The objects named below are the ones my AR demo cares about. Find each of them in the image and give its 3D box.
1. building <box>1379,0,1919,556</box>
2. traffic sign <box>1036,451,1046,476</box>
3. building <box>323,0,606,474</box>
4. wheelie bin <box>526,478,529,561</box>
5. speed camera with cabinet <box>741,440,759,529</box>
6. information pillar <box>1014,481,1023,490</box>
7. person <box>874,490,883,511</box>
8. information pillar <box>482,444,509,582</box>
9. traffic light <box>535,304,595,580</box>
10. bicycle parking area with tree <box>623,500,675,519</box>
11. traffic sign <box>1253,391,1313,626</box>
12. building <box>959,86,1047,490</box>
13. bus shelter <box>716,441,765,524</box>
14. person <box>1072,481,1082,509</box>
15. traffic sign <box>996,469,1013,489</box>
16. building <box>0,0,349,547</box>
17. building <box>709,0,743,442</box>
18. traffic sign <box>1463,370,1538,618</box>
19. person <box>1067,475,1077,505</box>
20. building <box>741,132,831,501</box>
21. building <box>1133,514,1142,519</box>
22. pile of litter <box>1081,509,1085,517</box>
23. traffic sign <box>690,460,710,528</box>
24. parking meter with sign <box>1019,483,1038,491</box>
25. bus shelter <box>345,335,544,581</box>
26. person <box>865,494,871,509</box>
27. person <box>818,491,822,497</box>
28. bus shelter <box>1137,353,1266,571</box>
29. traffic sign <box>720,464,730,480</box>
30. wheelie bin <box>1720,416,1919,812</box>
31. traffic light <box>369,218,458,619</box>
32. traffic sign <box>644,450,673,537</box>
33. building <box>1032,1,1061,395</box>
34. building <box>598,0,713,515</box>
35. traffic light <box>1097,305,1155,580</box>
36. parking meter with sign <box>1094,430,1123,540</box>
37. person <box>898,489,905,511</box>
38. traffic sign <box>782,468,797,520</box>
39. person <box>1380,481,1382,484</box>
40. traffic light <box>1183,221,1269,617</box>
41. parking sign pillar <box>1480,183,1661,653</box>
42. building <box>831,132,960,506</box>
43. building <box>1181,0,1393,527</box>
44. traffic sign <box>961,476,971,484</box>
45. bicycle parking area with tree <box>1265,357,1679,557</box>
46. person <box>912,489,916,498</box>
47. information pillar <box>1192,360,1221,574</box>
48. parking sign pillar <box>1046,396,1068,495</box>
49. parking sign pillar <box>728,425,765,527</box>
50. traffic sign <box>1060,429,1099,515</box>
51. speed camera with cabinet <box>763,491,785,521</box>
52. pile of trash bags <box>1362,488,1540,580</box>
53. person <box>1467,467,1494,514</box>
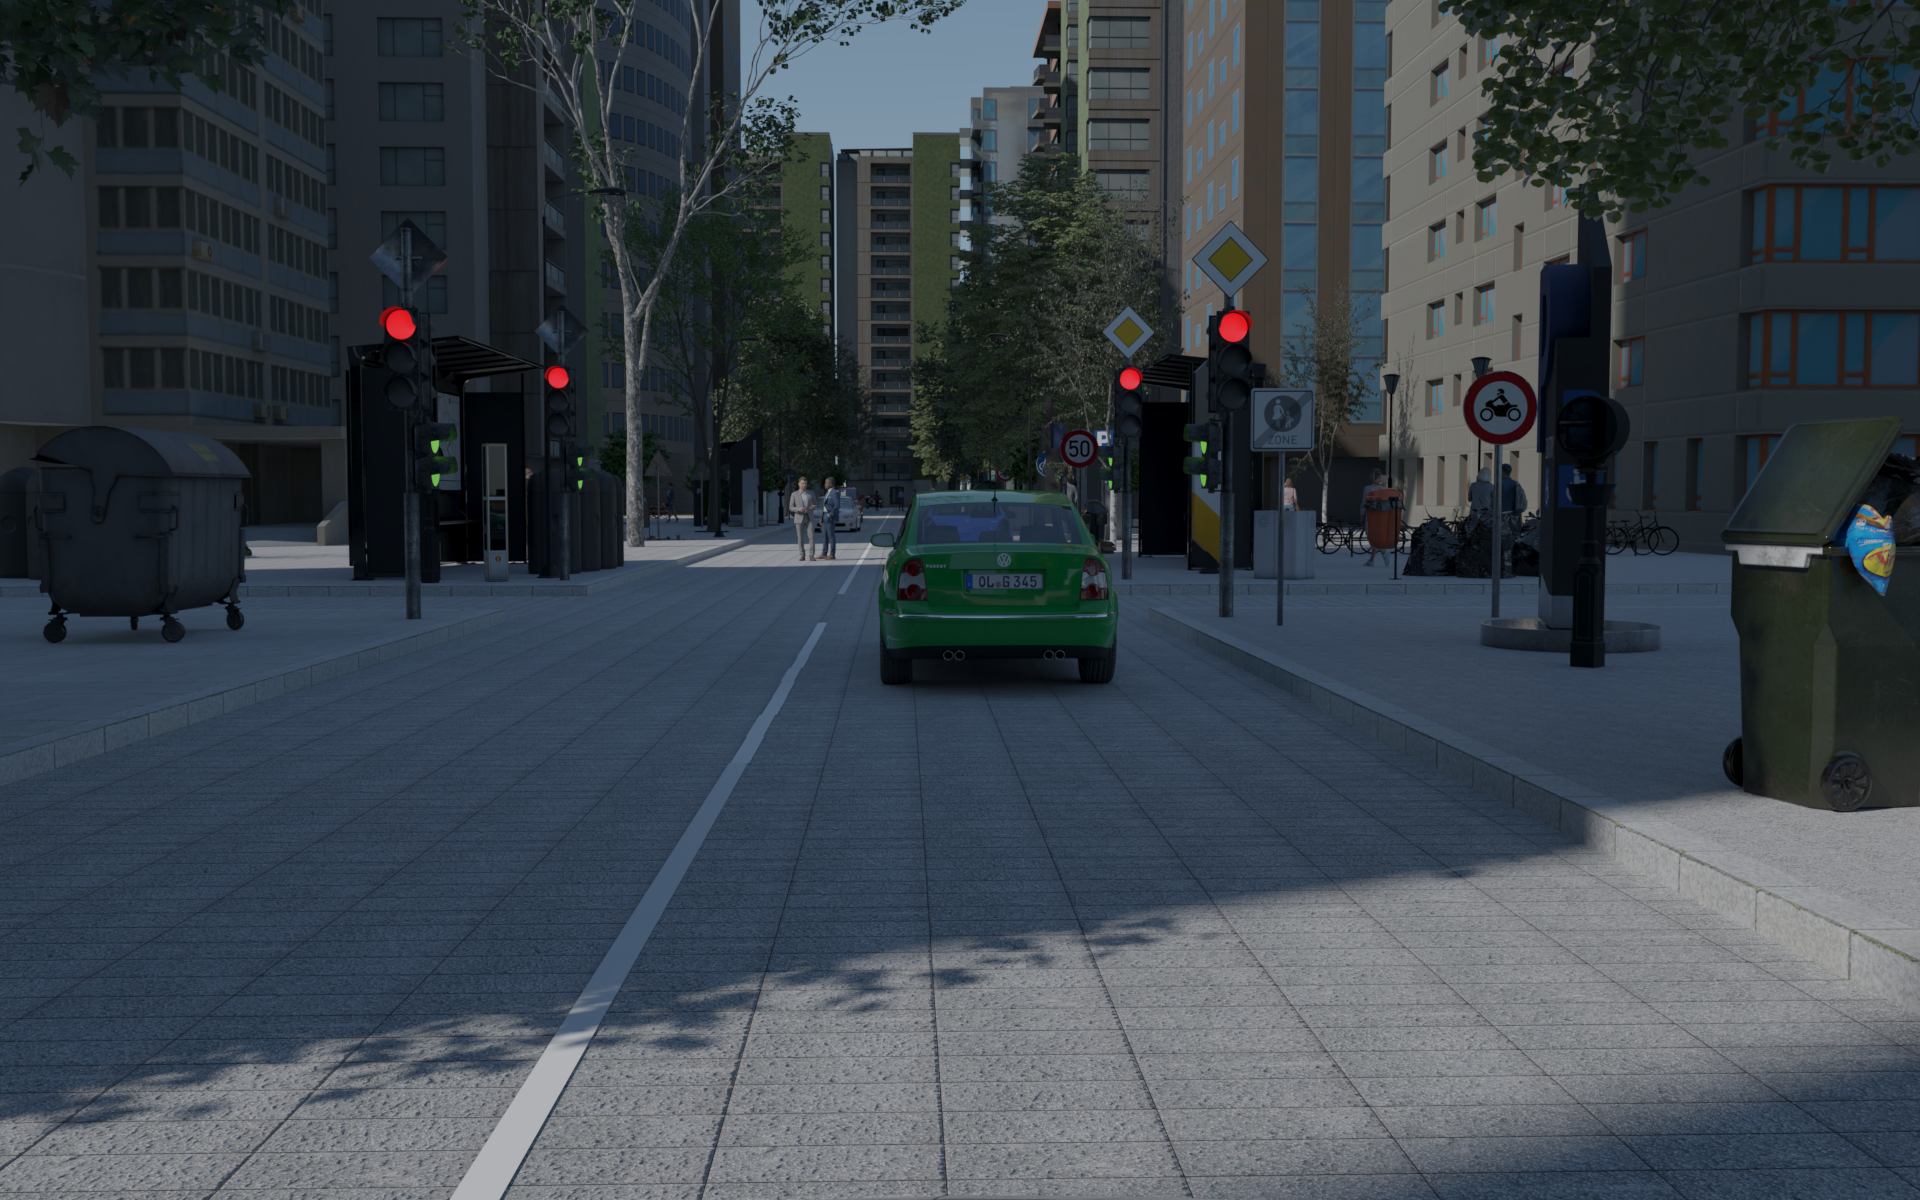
[{"bbox_3d":[30.012,-12.450,48.603,28.899,21.520,27.650,0,4,-2],"label":"building"},{"bbox_3d":[2.633,-3.120,51.116,0.768,2.556,0.104,0,4,2],"label":"traffic sign"},{"bbox_3d":[-23.750,-23.945,75.098,14.154,41.232,14.086,0,4,-2],"label":"building"},{"bbox_3d":[-8.470,-1.566,33.519,0.693,1.594,0.980,1,4,15],"label":"wheelie bin"},{"bbox_3d":[-7.787,-4.275,64.237,0.660,3.252,2.038,0,4,-6],"label":"speed camera with cabinet"},{"bbox_3d":[2.568,-4.379,76.094,0.304,2.012,0.304,-2,4,-34],"label":"information pillar"},{"bbox_3d":[-7.015,-8.485,147.915,0.721,1.739,1.217,-3,5,-39],"label":"person"},{"bbox_3d":[-6.811,-1.278,25.385,0.304,2.012,0.304,-2,4,-27],"label":"information pillar"},{"bbox_3d":[-5.867,-2.247,25.655,0.839,4.253,0.868,0,4,-2],"label":"traffic light"},{"bbox_3d":[-19.154,-6.470,92.793,9.016,4.147,8.231,1,4,15],"label":"bicycle parking area with tree"},{"bbox_3d":[3.122,-0.899,16.835,0.606,2.300,0.079,0,4,2],"label":"traffic sign"},{"bbox_3d":[14.993,-35.726,203.734,30.456,49.044,23.786,0,4,-2],"label":"building"},{"bbox_3d":[-9.831,-5.265,77.358,1.731,3.624,6.357,0,4,-2],"label":"bus shelter"},{"bbox_3d":[4.664,-3.963,70.815,0.713,1.824,0.794,-2,4,-31],"label":"person"},{"bbox_3d":[1.840,-4.308,70.546,0.768,2.556,0.104,0,4,0],"label":"traffic sign"},{"bbox_3d":[-31.995,-21.771,47.845,32.217,40.220,23.993,0,4,-2],"label":"building"},{"bbox_3d":[-24.655,-29.697,135.661,14.600,45.320,14.200,0,4,-2],"label":"building"},{"bbox_3d":[5.571,-1.091,17.946,0.768,2.556,0.104,0,4,2],"label":"traffic sign"},{"bbox_3d":[3.129,-2.732,50.559,0.661,1.843,0.795,-1,4,-12],"label":"person"},{"bbox_3d":[-21.447,-31.501,198.628,14.086,41.232,14.154,0,4,-2],"label":"building"},{"bbox_3d":[13.228,-25.104,94.041,14.154,41.232,14.086,0,4,-2],"label":"building"},{"bbox_3d":[3.787,-2.463,54.228,1.719,0.858,1.176,1,4,8],"label":"pile of litter"},{"bbox_3d":[-9.725,-3.992,65.270,0.884,2.594,0.081,0,4,2],"label":"traffic sign"},{"bbox_3d":[3.190,-4.446,68.955,1.738,3.016,0.543,0,4,7],"label":"parking meter with sign"},{"bbox_3d":[-8.355,-2.289,28.709,1.731,3.624,6.357,0,4,-2],"label":"bus shelter"},{"bbox_3d":[-8.749,-9.408,165.510,0.628,1.438,0.799,0,4,-7],"label":"person"},{"bbox_3d":[-14.617,-10.550,181.654,0.551,1.740,0.621,-2,4,-27],"label":"person"},{"bbox_3d":[4.226,-2.495,32.077,1.731,3.624,6.357,0,4,-2],"label":"bus shelter"},{"bbox_3d":[-9.704,-4.427,72.491,0.768,2.556,0.104,0,4,6],"label":"traffic sign"},{"bbox_3d":[3.674,0.037,7.297,0.693,1.594,0.980,-1,4,-13],"label":"wheelie bin"},{"bbox_3d":[-5.595,-1.759,17.674,0.839,4.253,0.868,0,4,-2],"label":"traffic light"},{"bbox_3d":[-8.920,-3.132,51.204,0.884,2.594,0.081,0,4,8],"label":"traffic sign"},{"bbox_3d":[17.863,-30.599,154.921,22.147,44.769,28.867,0,4,-2],"label":"building"},{"bbox_3d":[-28.497,-34.982,113.949,21.231,58.520,28.212,0,4,-2],"label":"building"},{"bbox_3d":[2.489,-2.265,25.954,0.839,4.253,0.868,0,4,-2],"label":"traffic light"},{"bbox_3d":[4.250,-3.174,48.163,0.543,3.016,1.738,1,4,22],"label":"parking meter with sign"},{"bbox_3d":[-4.803,-8.307,144.184,0.709,1.838,0.599,2,4,30],"label":"person"},{"bbox_3d":[-8.333,-5.159,84.456,0.768,2.556,0.104,0,4,7],"label":"traffic sign"},{"bbox_3d":[13.328,-3.001,55.100,0.794,1.824,0.713,1,4,13],"label":"person"},{"bbox_3d":[2.761,-1.777,17.974,0.839,4.253,0.868,0,4,-2],"label":"traffic light"},{"bbox_3d":[5.154,-1.594,14.539,1.447,3.967,1.447,1,4,14],"label":"parking sign pillar"},{"bbox_3d":[-7.115,-31.511,198.804,14.086,41.232,14.154,0,4,-2],"label":"building"},{"bbox_3d":[17.333,-25.800,71.941,14.600,45.320,14.200,0,4,-2],"label":"building"},{"bbox_3d":[0.236,-5.912,96.386,0.795,2.593,0.064,0,4,-1],"label":"traffic sign"},{"bbox_3d":[10.753,-3.172,38.872,9.016,4.147,8.231,0,4,7],"label":"bicycle parking area with tree"},{"bbox_3d":[-3.459,-7.770,135.410,0.599,1.838,0.709,2,4,34],"label":"person"},{"bbox_3d":[3.967,-2.226,27.751,0.504,3.616,0.183,-1,4,-20],"label":"information pillar"},{"bbox_3d":[2.693,-3.658,48.286,1.447,3.967,1.447,1,4,12],"label":"parking sign pillar"},{"bbox_3d":[-8.379,-4.860,67.934,1.447,3.967,1.447,-1,4,-11],"label":"parking sign pillar"},{"bbox_3d":[2.343,-2.074,34.023,0.768,2.556,0.104,0,4,7],"label":"traffic sign"},{"bbox_3d":[-9.382,-5.407,82.741,2.038,3.252,0.660,-3,4,-39],"label":"speed camera with cabinet"},{"bbox_3d":[7.649,-1.046,26.850,3.447,1.369,1.912,-2,4,-29],"label":"pile of trash bags"},{"bbox_3d":[9.982,-1.644,33.103,0.537,1.800,0.526,2,4,33],"label":"person"}]
